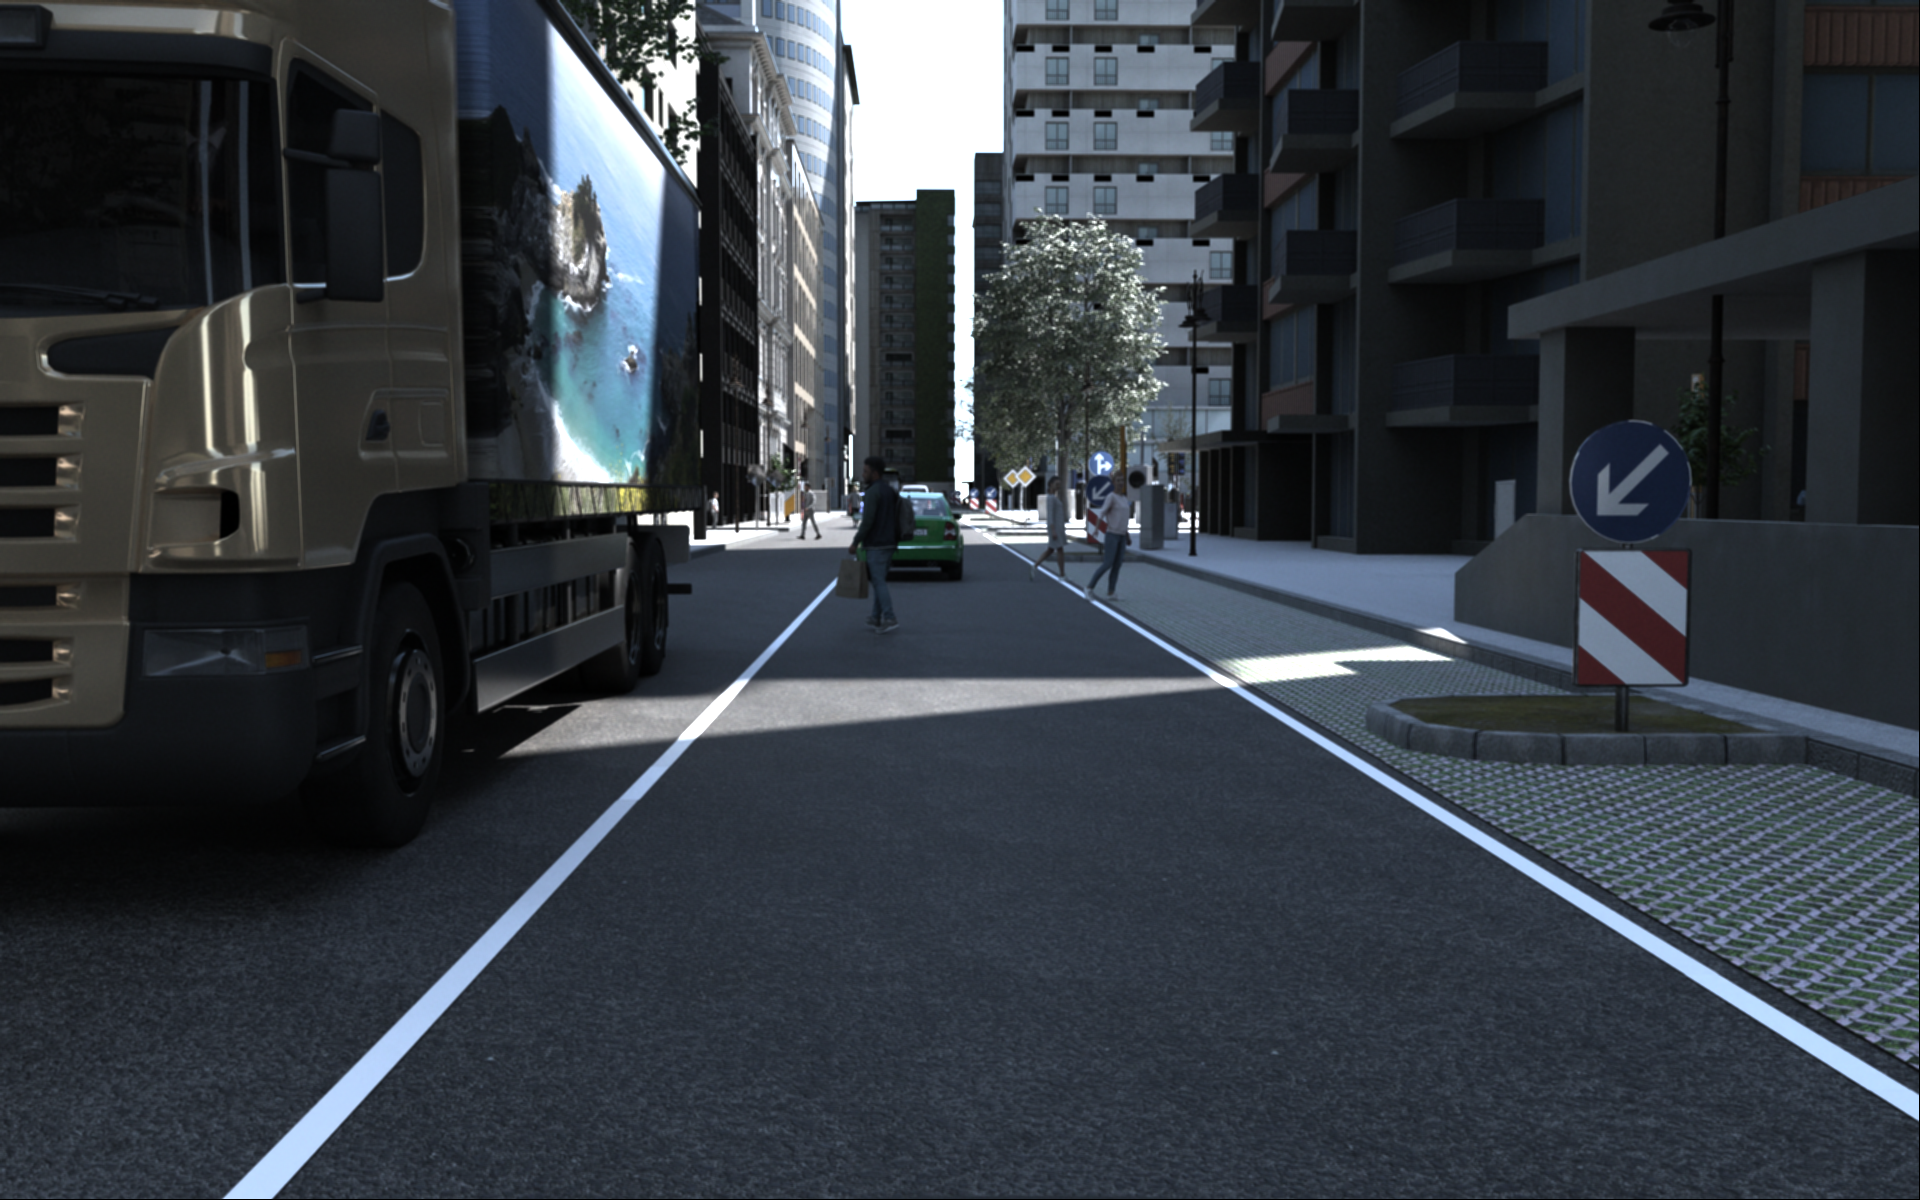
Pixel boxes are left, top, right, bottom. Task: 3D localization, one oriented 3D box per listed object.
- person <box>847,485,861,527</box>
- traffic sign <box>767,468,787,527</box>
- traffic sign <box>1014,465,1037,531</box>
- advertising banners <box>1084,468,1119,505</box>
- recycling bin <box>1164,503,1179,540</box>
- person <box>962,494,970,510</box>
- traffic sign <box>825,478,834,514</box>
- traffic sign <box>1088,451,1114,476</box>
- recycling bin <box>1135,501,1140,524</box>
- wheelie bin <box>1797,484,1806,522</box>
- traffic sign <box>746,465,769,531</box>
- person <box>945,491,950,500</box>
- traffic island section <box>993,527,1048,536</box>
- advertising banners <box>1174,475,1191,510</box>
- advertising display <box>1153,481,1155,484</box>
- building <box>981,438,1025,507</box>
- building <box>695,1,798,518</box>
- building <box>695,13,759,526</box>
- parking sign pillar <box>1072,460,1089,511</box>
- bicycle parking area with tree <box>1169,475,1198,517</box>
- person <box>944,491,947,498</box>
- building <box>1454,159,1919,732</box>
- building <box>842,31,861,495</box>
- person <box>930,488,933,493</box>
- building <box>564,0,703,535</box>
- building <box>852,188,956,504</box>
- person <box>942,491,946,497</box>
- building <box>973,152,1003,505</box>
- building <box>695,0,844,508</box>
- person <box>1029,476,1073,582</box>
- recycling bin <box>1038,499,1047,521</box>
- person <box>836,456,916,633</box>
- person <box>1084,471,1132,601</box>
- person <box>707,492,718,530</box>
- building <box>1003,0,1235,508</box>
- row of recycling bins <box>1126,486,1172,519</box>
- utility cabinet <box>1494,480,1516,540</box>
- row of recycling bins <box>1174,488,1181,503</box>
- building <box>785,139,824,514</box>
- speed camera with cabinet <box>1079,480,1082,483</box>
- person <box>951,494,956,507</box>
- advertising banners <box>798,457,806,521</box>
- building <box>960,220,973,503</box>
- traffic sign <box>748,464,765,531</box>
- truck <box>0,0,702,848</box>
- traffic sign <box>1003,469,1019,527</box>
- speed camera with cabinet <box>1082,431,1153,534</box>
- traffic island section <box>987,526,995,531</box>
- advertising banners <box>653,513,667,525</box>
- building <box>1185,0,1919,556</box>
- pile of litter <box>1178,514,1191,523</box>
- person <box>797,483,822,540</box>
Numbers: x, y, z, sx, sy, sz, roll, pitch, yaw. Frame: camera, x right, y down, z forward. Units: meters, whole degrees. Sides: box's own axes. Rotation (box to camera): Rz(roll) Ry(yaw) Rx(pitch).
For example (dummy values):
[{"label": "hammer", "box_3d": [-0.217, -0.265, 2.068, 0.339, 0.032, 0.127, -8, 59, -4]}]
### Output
[{"label": "person", "box_3d": [-4.593, -4.037, 74.694, 0.709, 1.800, 0.728, -1, 4, -8]}, {"label": "traffic sign", "box_3d": [-7.174, -3.918, 67.700, 0.795, 2.450, 0.064, 0, 4, -1]}, {"label": "traffic sign", "box_3d": [2.257, -3.442, 59.914, 0.795, 2.450, 0.064, 0, 4, -1]}, {"label": "advertising banners", "box_3d": [8.074, -6.277, 98.811, 2.074, 3.025, 0.090, 1, 4, 8]}, {"label": "recycling bin", "box_3d": [5.797, -2.227, 48.963, 0.722, 1.027, 0.722, 1, 4, 10]}, {"label": "person", "box_3d": [0.589, -8.761, 154.929, 0.799, 1.438, 0.628, 0, 4, 1]}, {"label": "traffic sign", "box_3d": [-8.220, -6.553, 109.276, 0.606, 2.300, 0.079, 0, 4, 3]}, {"label": "traffic sign", "box_3d": [4.162, -3.117, 51.077, 0.768, 2.556, 0.104, 0, 4, 3]}, {"label": "recycling bin", "box_3d": [7.866, -3.726, 73.476, 0.722, 1.027, 0.722, -1, 4, -13]}, {"label": "wheelie bin", "box_3d": [14.506, -1.296, 29.092, 0.980, 1.594, 0.693, -1, 4, -16]}, {"label": "traffic sign", "box_3d": [-6.986, -3.430, 59.717, 0.795, 2.450, 0.064, 0, 4, -1]}, {"label": "person", "box_3d": [-1.778, -12.698, 216.092, 1.348, 1.826, 0.705, 1, 4, 19]}, {"label": "traffic island section", "box_3d": [2.280, -2.306, 59.992, 2.009, 0.180, 2.903, 0, 4, -1]}, {"label": "advertising banners", "box_3d": [17.819, -8.745, 139.164, 2.074, 3.025, 0.090, -3, 4, -38]}, {"label": "advertising display", "box_3d": [9.275, -4.866, 84.771, 0.123, 1.923, 0.974, 2, 4, 32]}, {"label": "building", "box_3d": [13.958, -53.422, 186.113, 22.319, 86.520, 31.000, 0, 4, -1]}, {"label": "building", "box_3d": [-16.572, -18.847, 95.531, 14.401, 28.519, 23.554, 0, 4, -1]}, {"label": "building", "box_3d": [-15.792, -15.068, 76.045, 12.332, 23.373, 15.834, 0, 4, -1]}, {"label": "parking sign pillar", "box_3d": [9.080, -8.704, 130.786, 1.447, 3.967, 1.447, 0, 4, 0]}, {"label": "bicycle parking area with tree", "box_3d": [14.246, -6.647, 95.680, 8.231, 4.147, 9.016, 0, 4, 2]}, {"label": "person", "box_3d": [-1.944, -12.268, 209.086, 0.705, 1.823, 1.348, 2, 4, 33]}, {"label": "building", "box_3d": [21.258, -19.440, 9.723, 32.217, 40.220, 23.993, 0, 4, -1]}, {"label": "building", "box_3d": [-25.794, -37.520, 202.687, 27.495, 52.752, 28.713, 0, 4, -1]}, {"label": "person", "box_3d": [-1.957, -6.648, 117.224, 0.581, 1.822, 0.654, 0, 4, 7]}, {"label": "building", "box_3d": [-22.658, -12.098, 42.843, 28.899, 21.520, 27.650, 0, 4, -1]}, {"label": "building", "box_3d": [-7.617, -33.662, 233.960, 14.086, 41.232, 14.154, 0, 4, -1]}, {"label": "person", "box_3d": [-1.621, -9.425, 163.046, 0.568, 1.767, 0.683, -1, 4, -19]}, {"label": "building", "box_3d": [8.576, -32.188, 209.876, 14.154, 41.232, 14.086, 0, 4, -1]}, {"label": "building", "box_3d": [-21.678, -37.529, 155.592, 21.231, 58.520, 28.212, 0, 4, -1]}, {"label": "person", "box_3d": [1.503, -1.164, 28.274, 0.760, 1.731, 0.466, -2, 4, -26]}, {"label": "recycling bin", "box_3d": [4.113, -4.285, 82.614, 0.722, 1.027, 0.722, 1, 4, 11]}, {"label": "person", "box_3d": [-0.885, -0.577, 17.920, 0.794, 1.824, 0.713, -3, 5, -44]}, {"label": "person", "box_3d": [1.923, -0.850, 23.065, 0.598, 1.740, 0.731, 2, 4, 25]}, {"label": "person", "box_3d": [-8.811, -3.127, 62.221, 0.523, 1.515, 0.503, -3, 4, -38]}, {"label": "building", "box_3d": [17.900, -34.789, 158.035, 28.713, 52.752, 27.495, 0, 4, -1]}, {"label": "row of recycling bins", "box_3d": [9.007, -5.016, 89.121, 3.534, 1.692, 1.069, -1, 4, -12]}, {"label": "utility cabinet", "box_3d": [8.488, -1.122, 27.028, 0.318, 1.500, 1.173, 1, 4, 18]}, {"label": "row of recycling bins", "box_3d": [13.069, -6.655, 115.929, 3.534, 1.692, 1.069, 2, 4, 23]}, {"label": "building", "box_3d": [-20.357, -19.585, 124.730, 19.350, 26.468, 34.151, 0, 4, -1]}, {"label": "speed camera with cabinet", "box_3d": [7.756, -7.467, 116.422, 2.038, 3.252, 0.660, -1, 4, -21]}, {"label": "person", "box_3d": [-0.572, -10.879, 189.589, 0.991, 1.433, 0.599, 1, 4, 21]}, {"label": "advertising banners", "box_3d": [-7.631, -5.354, 83.729, 0.090, 3.025, 2.074, 0, 4, 5]}, {"label": "building", "box_3d": [14.565, -35.703, 238.376, 28.867, 44.769, 22.147, 0, 4, -1]}, {"label": "traffic sign", "box_3d": [-7.037, -3.531, 59.865, 0.606, 2.300, 0.079, 0, 4, 7]}, {"label": "truck", "box_3d": [-3.472, -1.313, 10.385, 2.839, 4.237, 11.283, 0, 4, -1]}, {"label": "traffic sign", "box_3d": [2.068, -3.930, 67.897, 0.795, 2.450, 0.064, 0, 4, -1]}, {"label": "speed camera with cabinet", "box_3d": [5.006, -3.677, 54.462, 2.038, 3.252, 0.660, 2, 4, 26]}, {"label": "traffic island section", "box_3d": [2.092, -2.795, 67.975, 2.009, 0.180, 2.903, 0, 4, -1]}, {"label": "advertising banners", "box_3d": [-6.895, -2.692, 40.208, 0.090, 3.025, 2.074, 0, 4, 3]}, {"label": "building", "box_3d": [17.824, -23.808, 43.879, 22.147, 44.769, 28.867, 0, 4, -1]}, {"label": "pile of litter", "box_3d": [9.447, -3.878, 77.363, 1.719, 0.858, 1.176, 2, 4, 35]}, {"label": "person", "box_3d": [-4.739, -2.798, 54.526, 0.850, 1.792, 0.678, -3, 4, -38]}]
